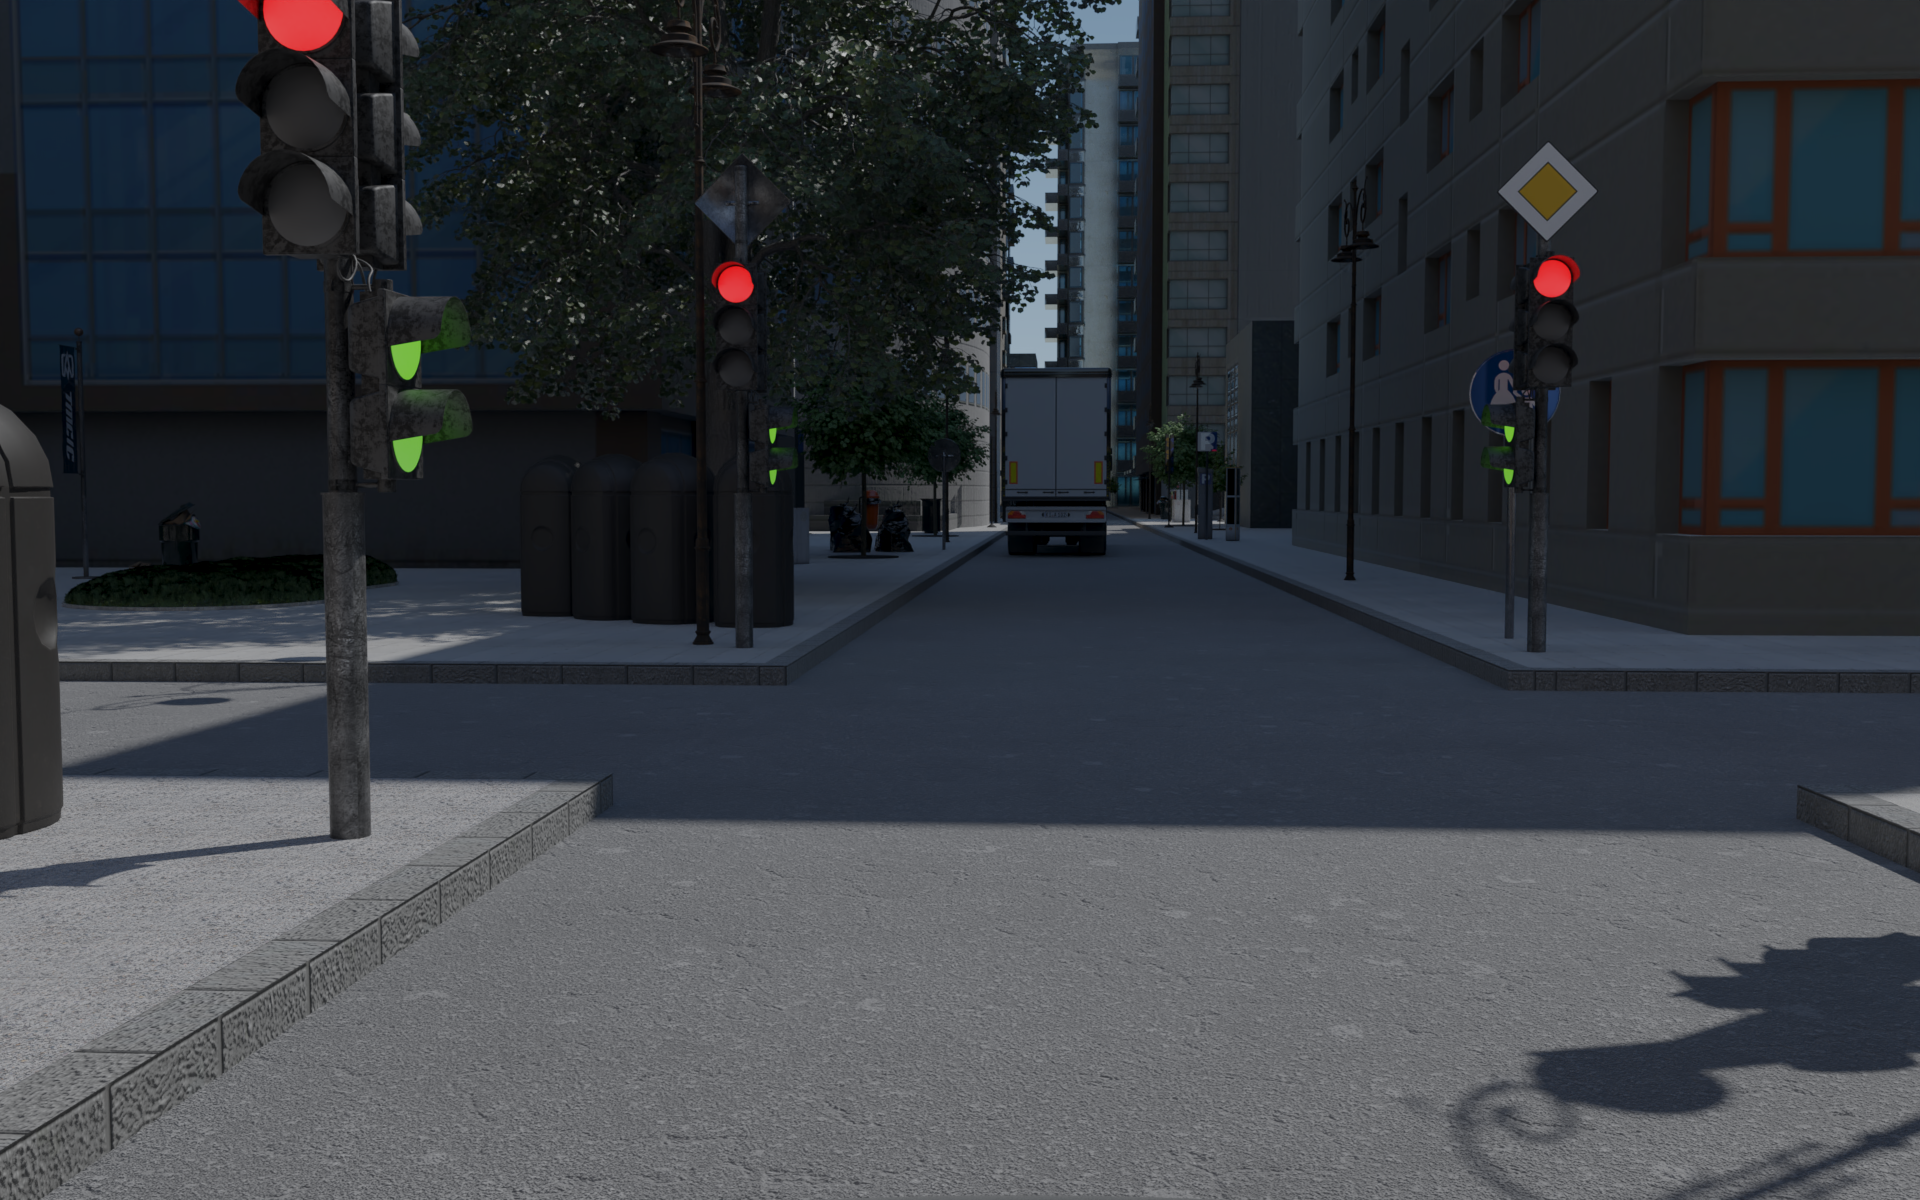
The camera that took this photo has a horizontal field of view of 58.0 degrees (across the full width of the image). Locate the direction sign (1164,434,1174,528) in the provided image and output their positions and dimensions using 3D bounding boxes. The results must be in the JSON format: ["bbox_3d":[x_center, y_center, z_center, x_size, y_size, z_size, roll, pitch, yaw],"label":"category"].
[{"bbox_3d":[7.987,-4.534,66.133,0.379,3.537,0.876,2,4,27],"label":"direction sign"}]

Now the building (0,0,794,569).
[{"bbox_3d":[-11.451,-23.559,35.304,14.600,45.320,14.200,0,4,3],"label":"building"}]

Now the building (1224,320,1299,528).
[{"bbox_3d":[21.677,-45.489,56.421,22.319,86.520,31.000,0,4,3],"label":"building"}]

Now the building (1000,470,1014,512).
[{"bbox_3d":[-11.850,-26.852,130.903,32.217,40.220,23.993,0,4,3],"label":"building"}]

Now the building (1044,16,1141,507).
[{"bbox_3d":[24.305,-34.515,183.936,30.456,49.044,23.786,0,4,3],"label":"building"}]

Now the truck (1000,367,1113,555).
[{"bbox_3d":[2.526,-3.371,44.036,2.839,4.237,11.283,0,4,4],"label":"truck"}]

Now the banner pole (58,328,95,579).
[{"bbox_3d":[-13.248,-2.197,25.935,0.401,3.779,0.863,0,4,-2],"label":"banner pole"}]

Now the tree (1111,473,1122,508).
[{"bbox_3d":[13.748,-9.890,156.302,1.663,3.219,1.824,0,3,0],"label":"tree"}]

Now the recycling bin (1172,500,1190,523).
[{"bbox_3d":[9.977,-4.011,78.137,0.722,1.027,0.722,0,4,-2],"label":"recycling bin"}]

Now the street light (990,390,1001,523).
[{"bbox_3d":[1.599,-6.362,76.811,0.468,5.910,1.993,0,4,3],"label":"street light"}]

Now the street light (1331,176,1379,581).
[{"bbox_3d":[5.802,-3.230,25.593,0.468,5.910,1.993,0,4,3],"label":"street light"}]

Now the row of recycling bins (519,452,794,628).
[{"bbox_3d":[-3.152,-0.644,17.639,3.534,1.692,1.069,2,4,34],"label":"row of recycling bins"}]

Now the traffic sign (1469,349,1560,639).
[{"bbox_3d":[4.877,-0.929,15.302,0.768,2.556,0.104,1,4,11],"label":"traffic sign"}]

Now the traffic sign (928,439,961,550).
[{"bbox_3d":[-0.370,-2.425,39.754,0.768,2.556,0.104,1,4,11],"label":"traffic sign"}]

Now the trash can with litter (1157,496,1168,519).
[{"bbox_3d":[10.435,-4.637,87.206,0.624,1.170,1.055,3,5,44],"label":"trash can with litter"}]

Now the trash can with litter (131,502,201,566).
[{"bbox_3d":[-11.439,-0.820,24.801,1.055,1.170,0.624,-2,4,-25],"label":"trash can with litter"}]

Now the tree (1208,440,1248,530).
[{"bbox_3d":[9.225,-4.088,61.448,1.663,3.219,1.824,0,3,0],"label":"tree"}]

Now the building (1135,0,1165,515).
[{"bbox_3d":[20.053,-29.055,125.156,14.600,45.320,14.200,0,4,3],"label":"building"}]

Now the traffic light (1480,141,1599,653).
[{"bbox_3d":[4.667,-1.532,13.968,0.839,4.253,0.868,0,4,3],"label":"traffic light"}]

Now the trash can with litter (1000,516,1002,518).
[{"bbox_3d":[2.008,-4.750,89.053,1.055,1.170,0.624,-1,4,-9],"label":"trash can with litter"}]

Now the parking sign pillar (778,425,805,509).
[{"bbox_3d":[-5.359,-3.941,52.912,1.447,3.967,1.447,3,4,39],"label":"parking sign pillar"}]

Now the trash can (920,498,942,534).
[{"bbox_3d":[-0.935,-2.735,56.364,0.748,1.137,0.748,0,3,0],"label":"trash can"}]

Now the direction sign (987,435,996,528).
[{"bbox_3d":[1.221,-4.556,66.480,0.379,3.537,0.876,0,4,1],"label":"direction sign"}]

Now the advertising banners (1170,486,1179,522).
[{"bbox_3d":[9.951,-5.138,80.198,0.090,3.025,2.074,1,4,19],"label":"advertising banners"}]

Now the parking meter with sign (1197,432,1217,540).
[{"bbox_3d":[7.006,-3.244,49.302,0.543,3.016,1.738,0,4,6],"label":"parking meter with sign"}]

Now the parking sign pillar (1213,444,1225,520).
[{"bbox_3d":[12.936,-5.971,86.103,1.447,3.967,1.447,2,4,33],"label":"parking sign pillar"}]

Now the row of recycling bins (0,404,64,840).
[{"bbox_3d":[-5.231,0.013,6.901,3.534,1.692,1.069,1,4,10],"label":"row of recycling bins"}]

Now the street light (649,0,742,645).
[{"bbox_3d":[-2.194,-2.558,14.613,0.468,5.910,1.993,0,4,3],"label":"street light"}]

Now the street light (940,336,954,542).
[{"bbox_3d":[-0.345,-4.468,45.846,0.468,5.910,1.993,0,4,3],"label":"street light"}]

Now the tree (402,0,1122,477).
[{"bbox_3d":[-2.807,-7.006,21.212,9.857,13.997,8.962,0,3,0],"label":"tree"}]

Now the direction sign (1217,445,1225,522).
[{"bbox_3d":[12.075,-5.383,80.013,0.876,3.537,0.379,1,4,8],"label":"direction sign"}]

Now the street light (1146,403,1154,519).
[{"bbox_3d":[9.692,-7.071,88.404,0.468,5.910,1.993,0,4,3],"label":"street light"}]

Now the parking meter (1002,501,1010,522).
[{"bbox_3d":[2.117,-4.503,79.333,0.255,1.863,0.399,1,4,21],"label":"parking meter"}]

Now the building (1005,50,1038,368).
[{"bbox_3d":[-7.250,-53.267,183.585,31.000,86.520,22.319,0,4,3],"label":"building"}]

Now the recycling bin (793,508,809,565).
[{"bbox_3d":[-3.250,-1.175,31.761,0.722,1.027,0.722,3,4,39],"label":"recycling bin"}]

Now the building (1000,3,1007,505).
[{"bbox_3d":[-6.810,-32.421,153.782,21.600,48.544,21.300,0,4,3],"label":"building"}]

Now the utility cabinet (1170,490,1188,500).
[{"bbox_3d":[11.175,-4.894,88.700,1.173,1.500,0.318,-3,5,-43],"label":"utility cabinet"}]

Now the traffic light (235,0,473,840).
[{"bbox_3d":[-2.268,-1.067,6.373,0.839,4.253,0.868,0,4,3],"label":"traffic light"}]

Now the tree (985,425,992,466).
[{"bbox_3d":[-0.801,-4.203,52.434,4.285,4.588,4.351,0,3,0],"label":"tree"}]

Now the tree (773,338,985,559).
[{"bbox_3d":[-2.028,-3.124,34.789,4.285,4.588,4.351,0,3,0],"label":"tree"}]

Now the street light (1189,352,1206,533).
[{"bbox_3d":[7.742,-5.124,56.558,0.468,5.910,1.993,0,4,3],"label":"street light"}]

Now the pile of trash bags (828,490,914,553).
[{"bbox_3d":[-2.049,-1.821,39.528,1.912,1.369,3.447,0,4,-3],"label":"pile of trash bags"}]

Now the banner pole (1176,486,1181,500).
[{"bbox_3d":[10.525,-5.761,84.210,0.863,3.779,0.401,2,4,34],"label":"banner pole"}]

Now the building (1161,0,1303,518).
[{"bbox_3d":[18.371,-25.285,96.997,14.154,41.232,14.086,0,4,3],"label":"building"}]

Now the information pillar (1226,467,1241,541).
[{"bbox_3d":[7.449,-2.615,47.249,0.304,2.012,0.304,2,4,32],"label":"information pillar"}]

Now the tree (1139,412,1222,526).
[{"bbox_3d":[8.854,-5.226,69.154,4.285,4.588,4.351,0,3,0],"label":"tree"}]

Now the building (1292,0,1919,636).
[{"bbox_3d":[21.880,-11.190,27.995,28.899,21.520,27.650,0,4,3],"label":"building"}]

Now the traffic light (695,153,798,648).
[{"bbox_3d":[-1.783,-1.555,14.343,0.839,4.253,0.868,0,4,3],"label":"traffic light"}]

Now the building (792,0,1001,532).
[{"bbox_3d":[-9.357,-32.293,69.992,21.231,58.520,28.212,0,4,3],"label":"building"}]
